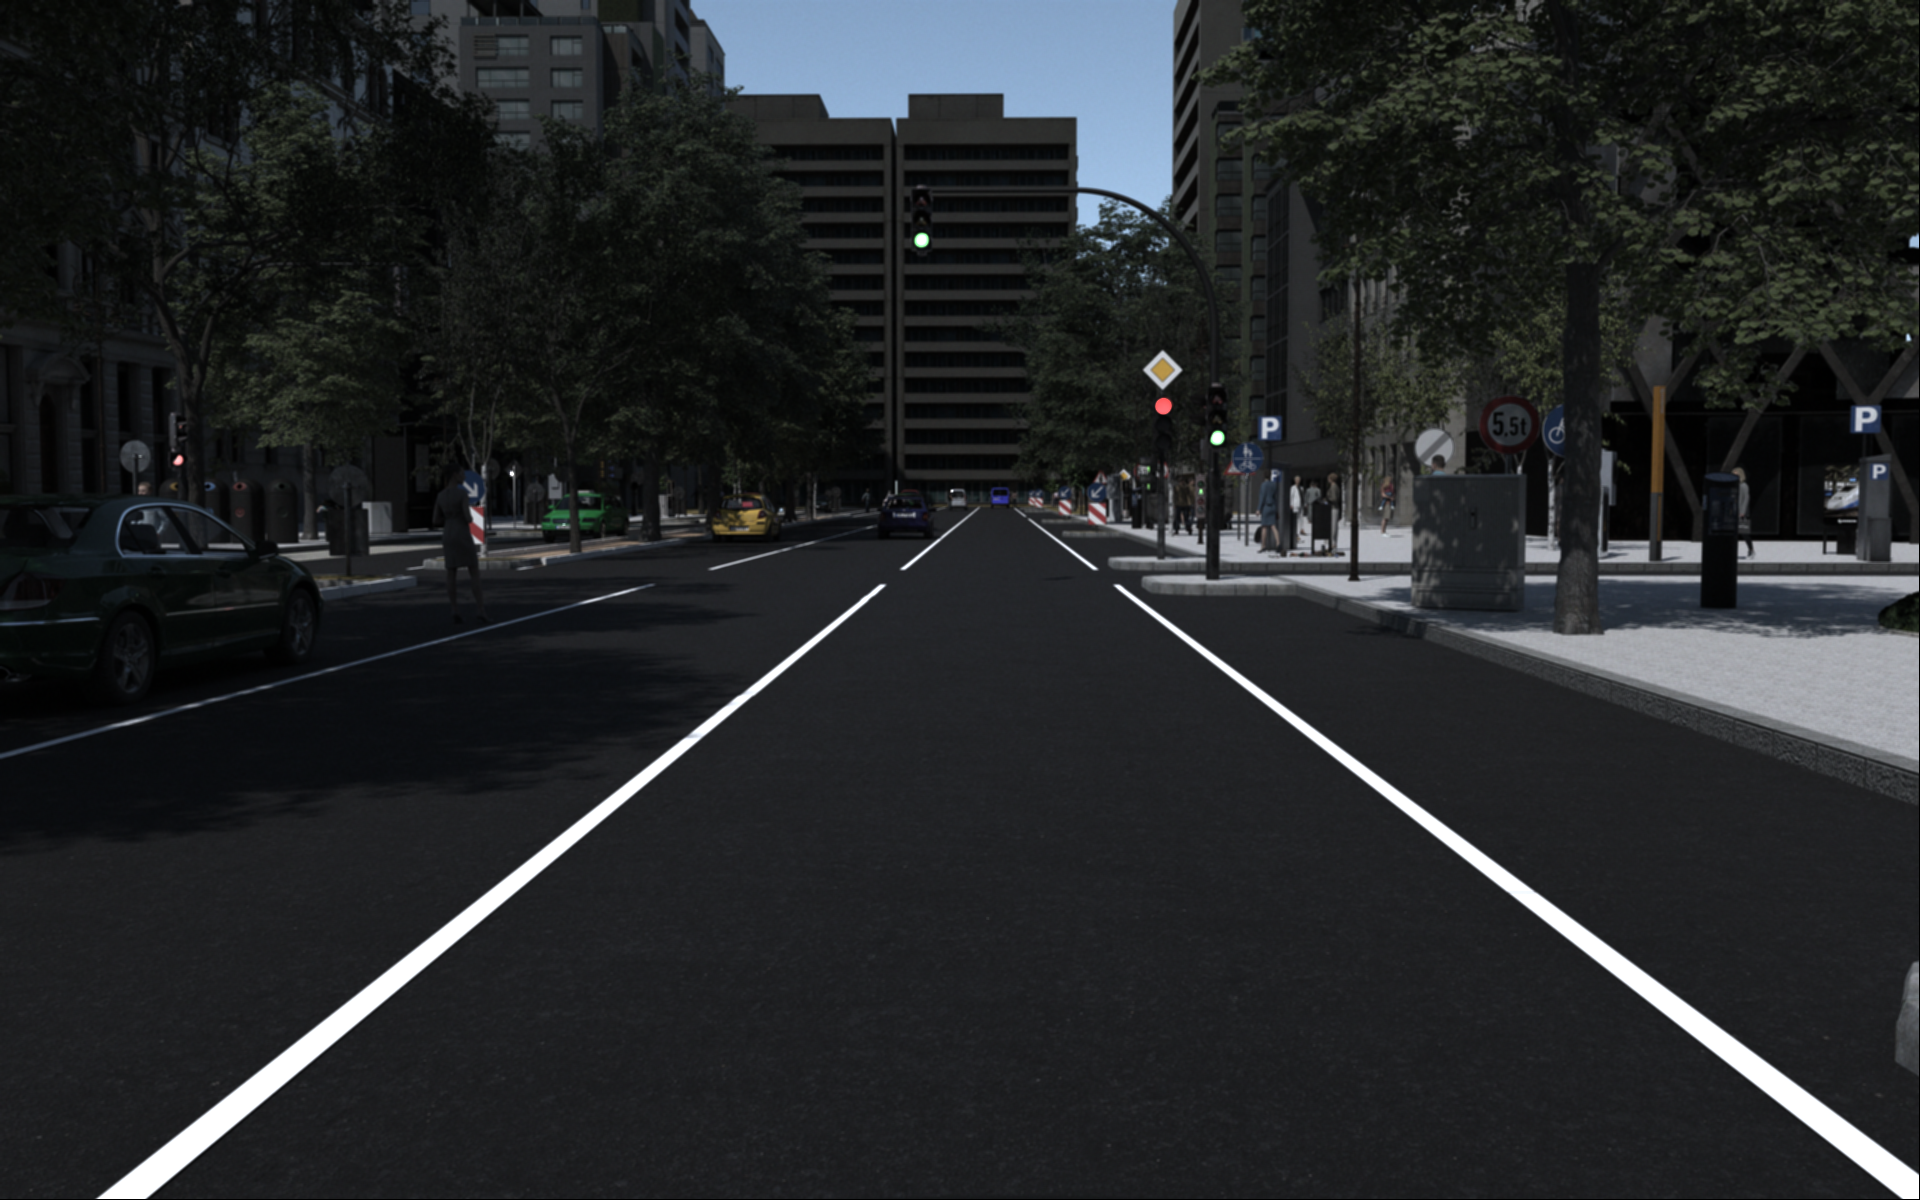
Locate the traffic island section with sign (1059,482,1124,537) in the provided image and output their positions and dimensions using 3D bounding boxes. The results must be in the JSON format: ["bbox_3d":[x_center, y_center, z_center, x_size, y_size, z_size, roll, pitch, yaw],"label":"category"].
[{"bbox_3d":[4.477,-3.051,58.511,1.989,1.847,2.006,0,4,1],"label":"traffic island section with sign"}]

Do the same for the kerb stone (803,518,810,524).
[{"bbox_3d":[-7.370,-3.679,82.339,0.120,0.150,1.000,0,4,1],"label":"kerb stone"}]

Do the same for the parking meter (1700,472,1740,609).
[{"bbox_3d":[8.569,-0.680,19.524,0.372,1.533,0.369,0,3,0],"label":"parking meter"}]

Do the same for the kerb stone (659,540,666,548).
[{"bbox_3d":[-8.113,-1.477,46.476,0.120,0.150,1.000,0,4,1],"label":"kerb stone"}]

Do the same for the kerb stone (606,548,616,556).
[{"bbox_3d":[-8.239,-1.109,40.333,0.120,0.150,1.000,0,4,1],"label":"kerb stone"}]

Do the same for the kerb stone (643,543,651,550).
[{"bbox_3d":[-8.149,-1.356,44.432,0.120,0.150,1.000,0,4,1],"label":"kerb stone"}]

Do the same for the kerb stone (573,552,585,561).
[{"bbox_3d":[-8.302,-0.915,37.262,0.120,0.150,1.000,0,4,1],"label":"kerb stone"}]

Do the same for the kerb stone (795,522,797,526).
[{"bbox_3d":[-7.479,-3.366,77.229,0.120,0.150,1.000,0,4,1],"label":"kerb stone"}]

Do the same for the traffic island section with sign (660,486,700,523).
[{"bbox_3d":[-13.989,-4.724,85.863,1.989,1.847,2.006,0,4,1],"label":"traffic island section with sign"}]

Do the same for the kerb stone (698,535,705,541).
[{"bbox_3d":[-7.982,-1.861,52.617,0.120,0.150,1.000,0,4,1],"label":"kerb stone"}]

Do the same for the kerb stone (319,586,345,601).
[{"bbox_3d":[-8.586,-0.072,23.373,0.120,0.150,1.000,0,4,1],"label":"kerb stone"}]

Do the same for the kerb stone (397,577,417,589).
[{"bbox_3d":[-8.524,-0.260,26.446,0.120,0.150,1.000,0,4,1],"label":"kerb stone"}]

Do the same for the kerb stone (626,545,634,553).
[{"bbox_3d":[-8.202,-1.232,42.379,0.120,0.150,1.000,0,4,1],"label":"kerb stone"}]

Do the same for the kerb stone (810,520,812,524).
[{"bbox_3d":[-7.341,-3.733,83.371,0.120,0.150,1.000,0,4,1],"label":"kerb stone"}]

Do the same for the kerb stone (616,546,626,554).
[{"bbox_3d":[-8.208,-1.172,41.355,0.120,0.150,1.000,0,4,1],"label":"kerb stone"}]

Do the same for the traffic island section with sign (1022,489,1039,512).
[{"bbox_3d":[6.072,-7.793,136.039,1.989,1.847,2.006,0,4,1],"label":"traffic island section with sign"}]

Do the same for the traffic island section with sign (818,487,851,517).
[{"bbox_3d":[-7.863,-6.168,108.977,2.006,1.907,1.989,0,4,1],"label":"traffic island section with sign"}]

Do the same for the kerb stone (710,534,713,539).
[{"bbox_3d":[-7.951,-1.987,54.680,0.120,0.150,1.000,0,4,1],"label":"kerb stone"}]

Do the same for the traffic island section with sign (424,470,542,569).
[{"bbox_3d":[-9.409,-1.573,33.854,2.006,1.907,1.989,0,4,1],"label":"traffic island section with sign"}]

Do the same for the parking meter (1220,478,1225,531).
[{"bbox_3d":[9.107,-3.376,60.910,0.255,1.863,0.399,-2,4,-32],"label":"parking meter"}]

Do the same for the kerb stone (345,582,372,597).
[{"bbox_3d":[-8.564,-0.133,24.399,0.120,0.150,1.000,0,4,1],"label":"kerb stone"}]

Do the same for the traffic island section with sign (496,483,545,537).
[{"bbox_3d":[-14.533,-3.076,58.913,1.989,1.847,2.006,0,4,1],"label":"traffic island section with sign"}]

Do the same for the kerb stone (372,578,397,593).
[{"bbox_3d":[-8.541,-0.196,25.423,0.120,0.150,1.000,0,4,1],"label":"kerb stone"}]

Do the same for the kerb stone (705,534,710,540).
[{"bbox_3d":[-7.966,-1.924,53.652,0.120,0.150,1.000,0,4,1],"label":"kerb stone"}]

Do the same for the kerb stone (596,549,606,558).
[{"bbox_3d":[-8.263,-1.047,39.311,0.120,0.150,1.000,0,4,1],"label":"kerb stone"}]

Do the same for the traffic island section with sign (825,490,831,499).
[{"bbox_3d":[-12.384,-9.442,163.002,1.989,1.847,2.006,0,4,1],"label":"traffic island section with sign"}]

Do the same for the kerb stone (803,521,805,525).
[{"bbox_3d":[-7.411,-3.554,80.295,0.120,0.150,1.000,0,4,1],"label":"kerb stone"}]

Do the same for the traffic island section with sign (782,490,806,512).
[{"bbox_3d":[-12.941,-7.794,136.052,1.989,1.847,2.006,0,4,1],"label":"traffic island section with sign"}]

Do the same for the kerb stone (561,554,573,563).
[{"bbox_3d":[-8.326,-0.855,36.238,0.120,0.150,1.000,0,4,1],"label":"kerb stone"}]

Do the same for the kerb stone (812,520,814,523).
[{"bbox_3d":[-7.326,-3.801,84.393,0.120,0.150,1.000,0,4,1],"label":"kerb stone"}]

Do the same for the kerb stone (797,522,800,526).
[{"bbox_3d":[-7.452,-3.428,78.251,0.120,0.150,1.000,0,4,1],"label":"kerb stone"}]

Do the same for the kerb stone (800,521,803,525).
[{"bbox_3d":[-7.428,-3.491,79.272,0.120,0.150,1.000,0,4,1],"label":"kerb stone"}]

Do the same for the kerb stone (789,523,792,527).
[{"bbox_3d":[-7.514,-3.241,75.184,0.120,0.150,1.000,0,4,1],"label":"kerb stone"}]

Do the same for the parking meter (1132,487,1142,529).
[{"bbox_3d":[6.558,-3.412,64.199,0.372,1.533,0.369,0,3,0],"label":"parking meter"}]

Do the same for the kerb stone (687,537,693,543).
[{"bbox_3d":[-8.031,-1.722,50.570,0.120,0.150,1.000,0,4,1],"label":"kerb stone"}]

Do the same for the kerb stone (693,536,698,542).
[{"bbox_3d":[-8.013,-1.796,51.591,0.120,0.150,1.000,0,4,1],"label":"kerb stone"}]

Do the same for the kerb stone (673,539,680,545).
[{"bbox_3d":[-8.067,-1.610,48.520,0.120,0.150,1.000,0,4,1],"label":"kerb stone"}]

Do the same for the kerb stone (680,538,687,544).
[{"bbox_3d":[-8.045,-1.673,49.547,0.120,0.150,1.000,0,4,1],"label":"kerb stone"}]

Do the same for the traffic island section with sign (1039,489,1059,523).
[{"bbox_3d":[5.038,-4.699,85.461,1.989,1.847,2.006,0,4,1],"label":"traffic island section with sign"}]

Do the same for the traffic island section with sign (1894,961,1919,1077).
[{"bbox_3d":[3.348,0.290,3.880,1.989,1.847,2.006,0,4,1],"label":"traffic island section with sign"}]

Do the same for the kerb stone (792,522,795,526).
[{"bbox_3d":[-7.499,-3.302,76.207,0.120,0.150,1.000,0,4,1],"label":"kerb stone"}]

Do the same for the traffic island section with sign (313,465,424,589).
[{"bbox_3d":[-9.572,-1.120,26.449,2.006,1.907,1.989,0,4,1],"label":"traffic island section with sign"}]

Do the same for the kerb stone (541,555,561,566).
[{"bbox_3d":[-8.350,-0.794,35.216,0.120,0.150,1.000,0,4,1],"label":"kerb stone"}]

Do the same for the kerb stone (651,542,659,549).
[{"bbox_3d":[-8.137,-1.416,45.454,0.120,0.150,1.000,0,4,1],"label":"kerb stone"}]

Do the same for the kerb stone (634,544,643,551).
[{"bbox_3d":[-8.181,-1.298,43.410,0.120,0.150,1.000,0,4,1],"label":"kerb stone"}]

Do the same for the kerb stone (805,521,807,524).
[{"bbox_3d":[-7.394,-3.616,81.317,0.120,0.150,1.000,0,4,1],"label":"kerb stone"}]

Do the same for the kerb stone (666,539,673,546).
[{"bbox_3d":[-8.095,-1.548,47.498,0.120,0.150,1.000,0,4,1],"label":"kerb stone"}]

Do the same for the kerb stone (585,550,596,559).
[{"bbox_3d":[-8.280,-0.982,38.288,0.120,0.150,1.000,0,4,1],"label":"kerb stone"}]

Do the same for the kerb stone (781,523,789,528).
[{"bbox_3d":[-7.538,-3.178,74.162,0.120,0.150,1.000,0,4,1],"label":"kerb stone"}]
